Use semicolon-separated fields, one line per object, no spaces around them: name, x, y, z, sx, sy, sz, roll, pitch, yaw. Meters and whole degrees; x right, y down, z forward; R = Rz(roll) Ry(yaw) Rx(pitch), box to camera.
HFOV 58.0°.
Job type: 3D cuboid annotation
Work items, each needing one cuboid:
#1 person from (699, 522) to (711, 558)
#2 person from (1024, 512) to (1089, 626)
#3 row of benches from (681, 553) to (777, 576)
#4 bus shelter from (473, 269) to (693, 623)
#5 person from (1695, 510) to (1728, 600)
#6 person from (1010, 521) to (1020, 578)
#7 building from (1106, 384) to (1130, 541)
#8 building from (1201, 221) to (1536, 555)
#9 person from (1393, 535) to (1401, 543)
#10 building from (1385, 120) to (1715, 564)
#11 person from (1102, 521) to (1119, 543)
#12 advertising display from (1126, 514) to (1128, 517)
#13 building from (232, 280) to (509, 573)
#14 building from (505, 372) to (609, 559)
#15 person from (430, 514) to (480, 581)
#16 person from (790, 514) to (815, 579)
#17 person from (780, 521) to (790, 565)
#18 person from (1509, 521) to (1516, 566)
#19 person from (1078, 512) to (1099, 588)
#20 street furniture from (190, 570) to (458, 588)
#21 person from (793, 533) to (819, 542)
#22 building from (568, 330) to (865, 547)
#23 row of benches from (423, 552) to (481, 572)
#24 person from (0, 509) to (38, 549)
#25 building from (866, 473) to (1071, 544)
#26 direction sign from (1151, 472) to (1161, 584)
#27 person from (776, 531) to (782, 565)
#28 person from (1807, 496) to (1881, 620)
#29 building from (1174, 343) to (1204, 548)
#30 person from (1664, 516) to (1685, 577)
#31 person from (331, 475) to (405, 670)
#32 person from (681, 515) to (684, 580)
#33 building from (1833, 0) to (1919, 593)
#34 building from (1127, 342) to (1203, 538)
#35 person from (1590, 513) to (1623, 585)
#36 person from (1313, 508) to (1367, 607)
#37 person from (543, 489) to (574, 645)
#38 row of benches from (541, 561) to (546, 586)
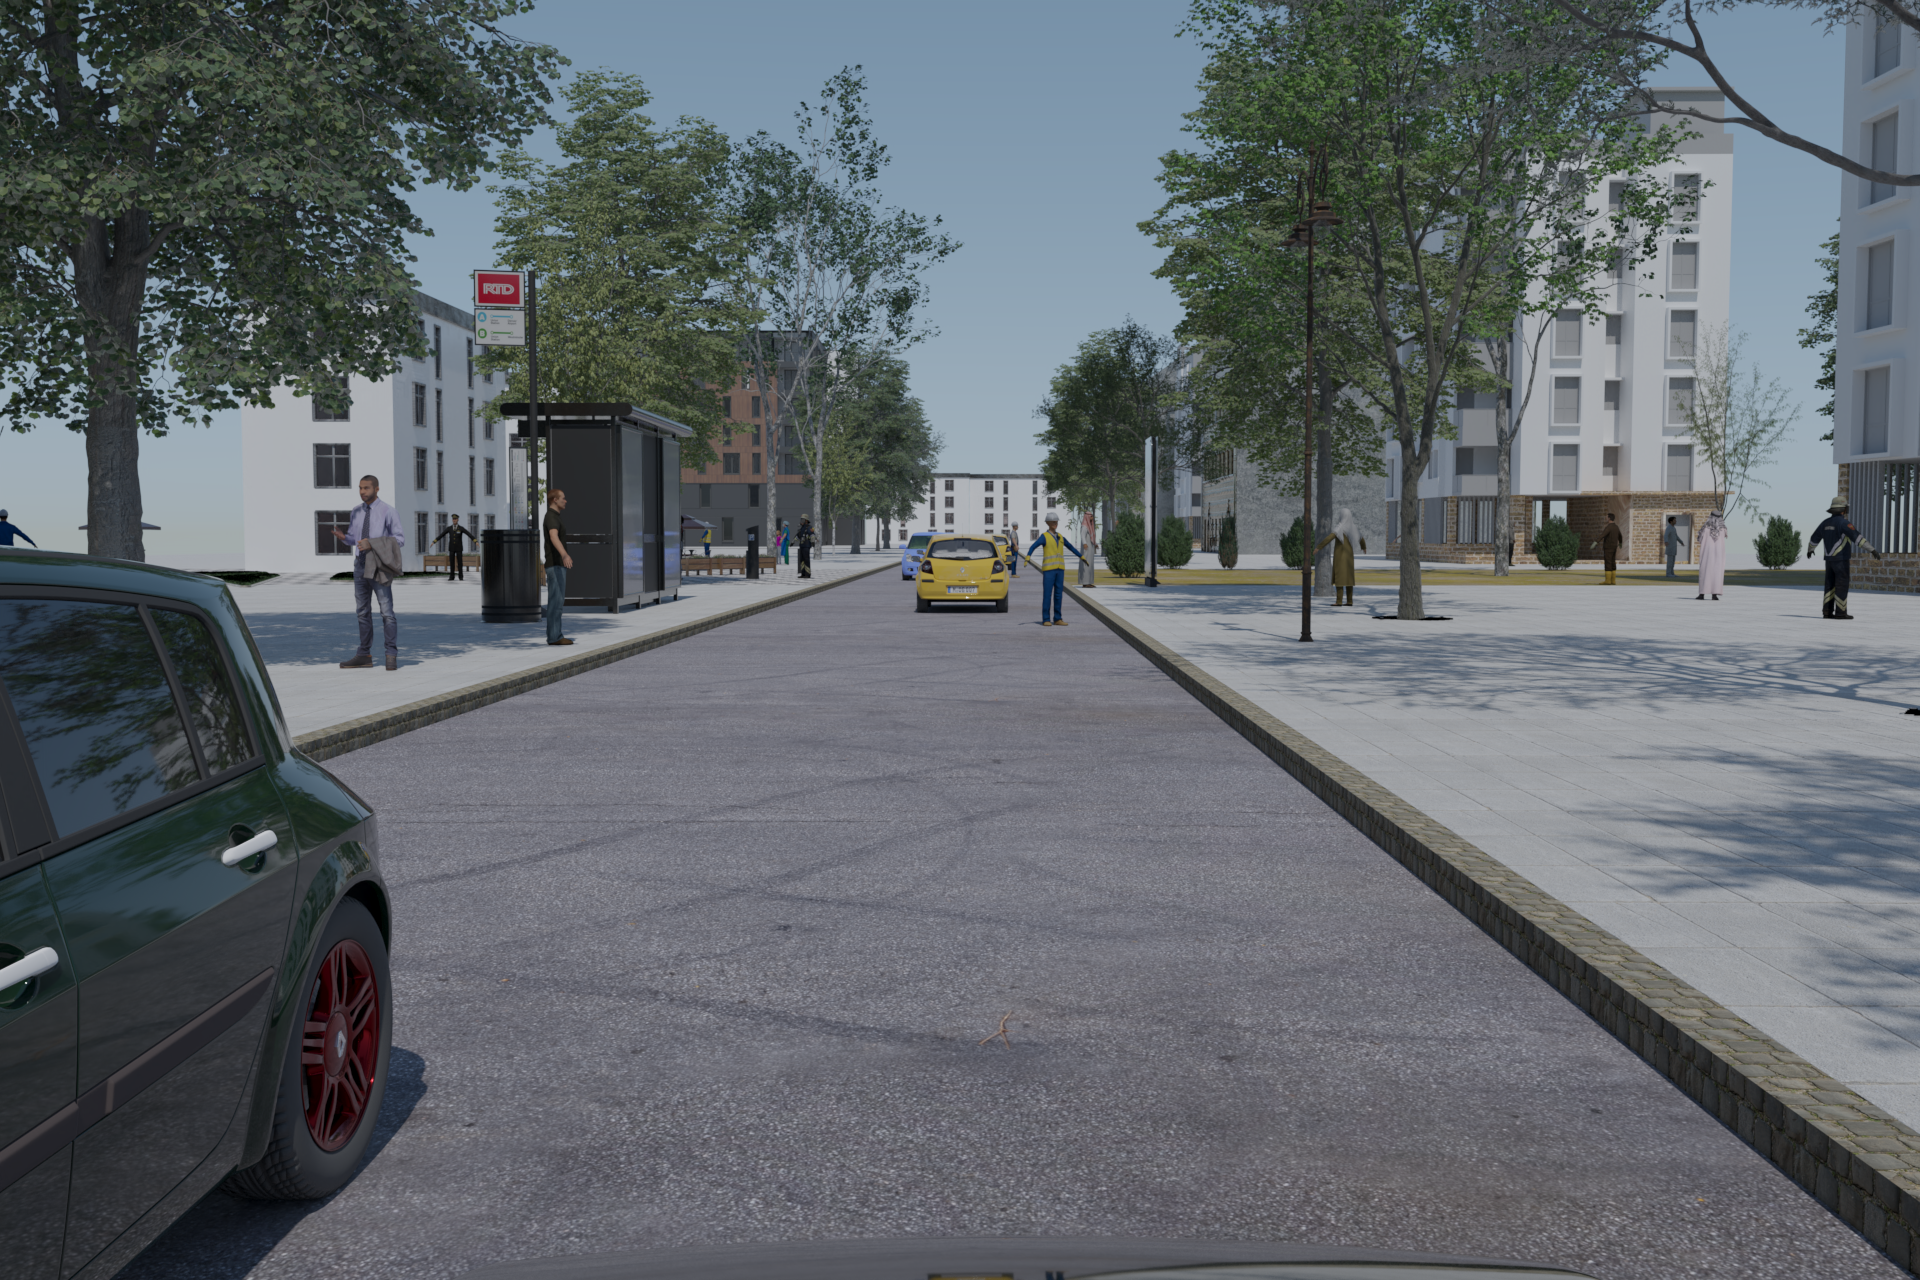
person;-11.539;-4.453;78.778;0.705;1.833;1.349;1;4;10
person;1.492;-1.105;26.983;1.216;1.772;0.721;-2;4;-32
row of benches;-7.297;-2.386;54.480;1.422;0.672;4.104;3;4;38
bus shelter;-6.272;-3.146;29.065;2.179;5.291;8.768;0;4;0
person;14.609;-1.645;33.606;0.551;1.740;0.621;0;4;-1
person;1.818;-2.963;56.762;0.705;1.847;1.347;0;4;1
building;26.864;-21.114;211.666;16.747;18.905;31.486;0;4;1
building;26.544;-17.420;115.738;19.493;23.208;18.063;0;4;1
person;17.331;-3.708;67.421;1.217;1.733;0.721;-2;4;-30
building;26.506;-14.020;85.649;16.016;20.090;11.380;0;4;1
person;5.696;-3.440;62.516;1.348;1.796;0.705;3;5;44
advertising display;5.305;-3.056;55.187;0.123;1.923;0.974;0;4;1
building;-23.101;-7.904;71.370;9.099;9.664;28.070;0;4;0
building;-24.869;-9.894;103.919;9.099;9.664;28.070;0;4;1
person;-13.826;-2.541;47.473;1.347;1.837;0.705;0;4;-4
person;-4.479;-2.695;49.837;0.705;1.856;1.354;-2;4;-34
person;-7.186;-3.979;71.186;0.704;1.817;1.347;0;4;4
person;21.939;-3.836;68.848;0.705;1.813;1.348;1;4;15
person;3.065;-2.145;41.223;0.704;1.811;1.347;1;4;17
street furniture;-29.362;-2.666;48.612;27.439;1.986;14.083;0;4;7
person;-7.094;-4.473;79.316;1.347;1.806;0.705;-2;4;-35
building;-25.245;-21.162;189.967;27.936;21.610;32.646;0;3;0
row of benches;-16.514;-2.656;58.892;4.104;0.672;1.422;2;4;28
person;-21.449;-2.019;38.886;1.347;1.842;0.705;-2;4;-25
building;1.305;-17.941;237.944;28.070;9.664;9.099;0;4;0
direction sign;4.953;-3.194;44.222;0.379;3.537;0.876;0;4;-1
person;-7.654;-3.864;72.446;0.991;1.433;0.599;3;5;43
person;13.221;-1.235;26.054;0.704;1.845;1.351;-1;4;-18
building;26.476;-19.264;171.380;16.016;20.090;11.380;0;4;1
person;21.249;-2.781;51.653;0.705;1.806;1.347;3;5;43
person;-5.605;-0.636;16.304;0.709;1.838;0.599;1;4;17
person;-7.818;-2.554;47.908;0.704;1.843;1.345;0;4;-6
building;25.676;-11.131;38.417;16.016;20.090;11.380;0;4;1
building;28.117;-21.749;186.525;19.493;23.208;18.063;0;4;1
person;16.368;-2.296;43.682;1.346;1.812;0.704;-3;4;-38
person;6.748;-1.462;30.679;1.217;1.736;0.721;-2;4;-30
person;-4.653;-0.847;20.073;0.705;1.803;1.348;-1;4;-16
row of benches;-10.928;-1.752;44.109;1.422;0.672;4.104;-1;4;-15
